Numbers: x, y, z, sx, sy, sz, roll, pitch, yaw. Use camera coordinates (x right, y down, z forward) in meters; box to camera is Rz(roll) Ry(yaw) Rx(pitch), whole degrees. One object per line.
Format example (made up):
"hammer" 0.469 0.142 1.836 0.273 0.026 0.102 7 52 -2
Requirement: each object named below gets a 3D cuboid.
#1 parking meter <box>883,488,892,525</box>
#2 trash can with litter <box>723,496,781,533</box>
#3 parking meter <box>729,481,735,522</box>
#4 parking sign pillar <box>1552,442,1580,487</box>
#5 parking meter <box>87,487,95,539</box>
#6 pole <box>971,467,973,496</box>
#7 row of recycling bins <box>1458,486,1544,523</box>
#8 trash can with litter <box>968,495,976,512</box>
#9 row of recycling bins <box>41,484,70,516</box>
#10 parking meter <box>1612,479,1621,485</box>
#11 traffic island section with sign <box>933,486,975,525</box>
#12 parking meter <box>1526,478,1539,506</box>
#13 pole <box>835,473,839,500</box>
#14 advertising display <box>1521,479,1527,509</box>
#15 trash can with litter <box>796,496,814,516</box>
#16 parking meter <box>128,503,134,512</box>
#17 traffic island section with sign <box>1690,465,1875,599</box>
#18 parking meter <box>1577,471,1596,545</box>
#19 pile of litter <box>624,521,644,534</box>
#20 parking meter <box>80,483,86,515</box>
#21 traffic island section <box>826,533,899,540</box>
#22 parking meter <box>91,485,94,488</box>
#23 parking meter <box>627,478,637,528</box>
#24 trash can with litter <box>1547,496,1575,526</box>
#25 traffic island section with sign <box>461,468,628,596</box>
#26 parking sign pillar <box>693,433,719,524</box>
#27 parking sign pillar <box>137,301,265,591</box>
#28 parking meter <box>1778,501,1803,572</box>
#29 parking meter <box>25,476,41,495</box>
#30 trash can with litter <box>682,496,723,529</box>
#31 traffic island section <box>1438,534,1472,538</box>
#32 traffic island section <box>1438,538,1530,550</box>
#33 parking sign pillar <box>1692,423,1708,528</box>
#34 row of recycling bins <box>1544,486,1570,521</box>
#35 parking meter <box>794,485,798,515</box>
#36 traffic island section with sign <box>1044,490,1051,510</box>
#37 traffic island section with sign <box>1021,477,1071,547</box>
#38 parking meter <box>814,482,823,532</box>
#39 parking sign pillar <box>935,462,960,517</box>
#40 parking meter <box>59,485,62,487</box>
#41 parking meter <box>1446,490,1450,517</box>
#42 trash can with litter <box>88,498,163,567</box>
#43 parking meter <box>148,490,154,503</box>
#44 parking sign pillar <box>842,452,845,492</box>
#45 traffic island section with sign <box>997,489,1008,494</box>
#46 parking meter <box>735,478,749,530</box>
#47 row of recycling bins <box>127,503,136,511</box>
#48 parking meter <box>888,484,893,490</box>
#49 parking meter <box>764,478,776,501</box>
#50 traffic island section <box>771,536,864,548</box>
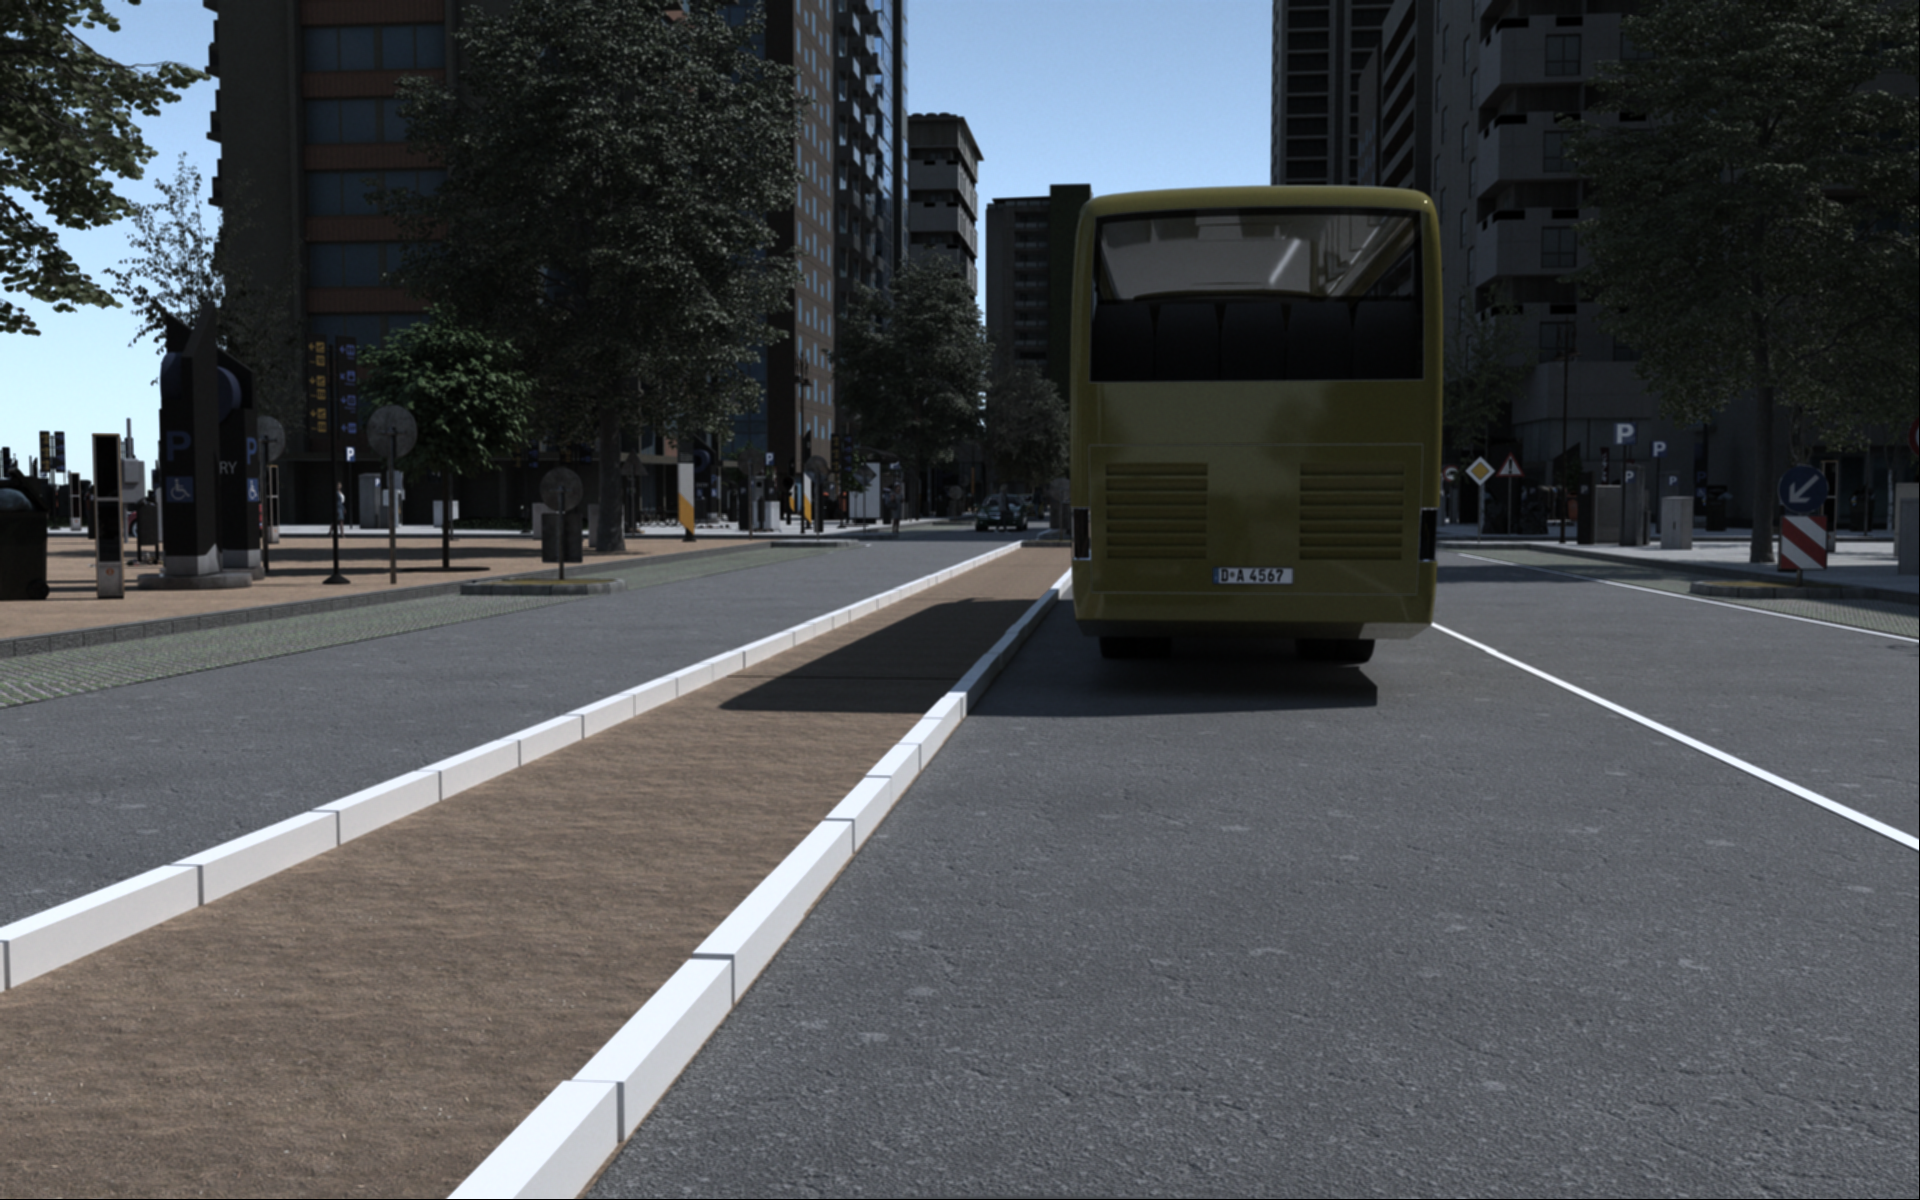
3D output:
"parking meter" -3.058 -3.936 72.766 0.372 1.533 0.369 0 3 0
"trash can with litter" -6.893 -2.910 58.643 1.678 1.210 2.233 0 4 2
"parking meter" -10.356 -4.490 79.119 0.255 1.863 0.399 -2 4 -34
"parking sign pillar" 31.241 -6.169 89.334 1.447 3.967 1.447 1 4 11
"parking meter" -24.638 -2.502 49.315 0.372 1.533 0.369 0 3 0
"pole" 0.971 -8.376 130.795 0.158 3.312 0.155 0 3 0
"row of recycling bins" 23.818 -4.264 76.829 3.534 1.692 1.069 3 5 40
"trash can with litter" 1.128 -7.020 125.837 2.233 1.210 1.678 1 4 11
"row of recycling bins" -38.635 -4.001 72.530 3.534 1.692 1.069 0 4 7
"parking meter" 26.305 -3.896 69.403 0.255 1.863 0.399 -1 4 -10
"traffic island section with sign" -0.175 -4.364 79.976 1.989 1.847 2.006 0 4 6
"parking meter" 20.650 -3.473 62.491 0.399 1.863 0.255 1 4 12
"pole" -8.344 -7.555 117.374 0.158 3.312 0.155 0 3 0
"advertising display" 24.120 -4.222 74.241 0.123 1.923 0.974 -1 4 -22
"trash can with litter" -9.216 -5.621 103.291 1.055 1.170 0.624 -2 4 -24
"parking meter" -58.519 -6.960 122.203 0.372 1.533 0.369 0 3 0
"traffic island section with sign" 11.479 -0.966 24.418 1.989 1.847 2.006 0 4 6
"parking meter" 15.841 -2.331 43.830 0.255 1.863 0.399 -3 5 -41
"pile of litter" -10.935 -2.588 56.281 1.176 0.858 1.719 -2 4 -30
"parking meter" -45.553 -5.140 89.752 0.255 1.863 0.399 1 4 18
"traffic island section" -3.085 -2.034 55.542 2.009 0.180 2.903 0 4 6
"parking meter" -55.942 -6.485 111.739 0.399 1.863 0.255 3 5 41
"parking meter" -11.632 -3.405 61.380 0.255 1.863 0.399 -2 4 -24
"trash can with litter" 24.055 -3.630 70.406 2.233 1.210 1.678 1 4 15
"traffic island section with sign" -5.946 -1.014 25.204 1.989 1.847 2.006 0 4 6
"parking sign pillar" -11.255 -5.332 75.652 1.447 3.967 1.447 2 4 31
"parking sign pillar" -10.481 -2.150 23.619 1.447 3.967 1.447 -1 4 -9
"parking meter" 13.669 -1.227 28.474 0.372 1.533 0.369 0 3 0
"parking meter" -13.475 -1.017 25.038 0.372 1.533 0.369 0 3 0
"trash can with litter" -9.368 -3.287 64.798 2.233 1.210 1.678 0 4 8
"traffic island section" 14.558 -1.921 53.684 2.009 0.180 2.903 0 4 6
"traffic island section" 13.721 -1.435 45.742 2.009 0.180 2.903 0 4 6
"parking sign pillar" 27.951 -4.701 65.330 1.447 3.967 1.447 1 4 21
"row of recycling bins" 29.047 -4.751 84.793 3.534 1.692 1.069 -3 5 -43
"parking meter" -10.261 -6.253 107.948 0.255 1.863 0.399 -1 4 -9
"traffic island section with sign" 7.986 -9.098 157.374 1.989 1.847 2.006 0 4 6
"traffic island section with sign" 2.721 -2.385 47.138 2.006 1.907 1.989 0 4 6
"parking meter" -4.744 -3.203 58.075 0.255 1.863 0.399 -1 4 -17
"parking sign pillar" -0.718 -6.751 98.850 1.447 3.967 1.447 0 4 5
"parking meter" -55.662 -6.222 107.438 0.399 1.863 0.255 -2 4 -33
"parking meter" 27.127 -5.352 95.912 0.372 1.533 0.369 0 3 0
"trash can with litter" -15.036 -1.239 31.310 1.678 1.210 2.233 1 4 11
"parking meter" -52.295 -6.335 111.983 0.372 1.533 0.369 0 3 0
"parking sign pillar" -6.891 -7.456 110.385 1.447 3.967 1.447 -3 4 -38
"traffic island section with sign" 2.679 -6.021 107.070 1.989 1.847 2.006 0 4 6
"parking meter" -7.636 -3.397 61.258 0.399 1.863 0.255 1 4 11
"row of recycling bins" -62.221 -7.468 129.219 1.069 1.692 3.534 -3 5 -41
"parking meter" -4.169 -6.069 104.935 0.399 1.863 0.255 3 5 45
"parking meter" -7.116 -3.615 64.816 0.399 1.863 0.255 -3 5 -40
"traffic island section" -3.922 -1.549 47.600 2.009 0.180 2.903 0 4 6
